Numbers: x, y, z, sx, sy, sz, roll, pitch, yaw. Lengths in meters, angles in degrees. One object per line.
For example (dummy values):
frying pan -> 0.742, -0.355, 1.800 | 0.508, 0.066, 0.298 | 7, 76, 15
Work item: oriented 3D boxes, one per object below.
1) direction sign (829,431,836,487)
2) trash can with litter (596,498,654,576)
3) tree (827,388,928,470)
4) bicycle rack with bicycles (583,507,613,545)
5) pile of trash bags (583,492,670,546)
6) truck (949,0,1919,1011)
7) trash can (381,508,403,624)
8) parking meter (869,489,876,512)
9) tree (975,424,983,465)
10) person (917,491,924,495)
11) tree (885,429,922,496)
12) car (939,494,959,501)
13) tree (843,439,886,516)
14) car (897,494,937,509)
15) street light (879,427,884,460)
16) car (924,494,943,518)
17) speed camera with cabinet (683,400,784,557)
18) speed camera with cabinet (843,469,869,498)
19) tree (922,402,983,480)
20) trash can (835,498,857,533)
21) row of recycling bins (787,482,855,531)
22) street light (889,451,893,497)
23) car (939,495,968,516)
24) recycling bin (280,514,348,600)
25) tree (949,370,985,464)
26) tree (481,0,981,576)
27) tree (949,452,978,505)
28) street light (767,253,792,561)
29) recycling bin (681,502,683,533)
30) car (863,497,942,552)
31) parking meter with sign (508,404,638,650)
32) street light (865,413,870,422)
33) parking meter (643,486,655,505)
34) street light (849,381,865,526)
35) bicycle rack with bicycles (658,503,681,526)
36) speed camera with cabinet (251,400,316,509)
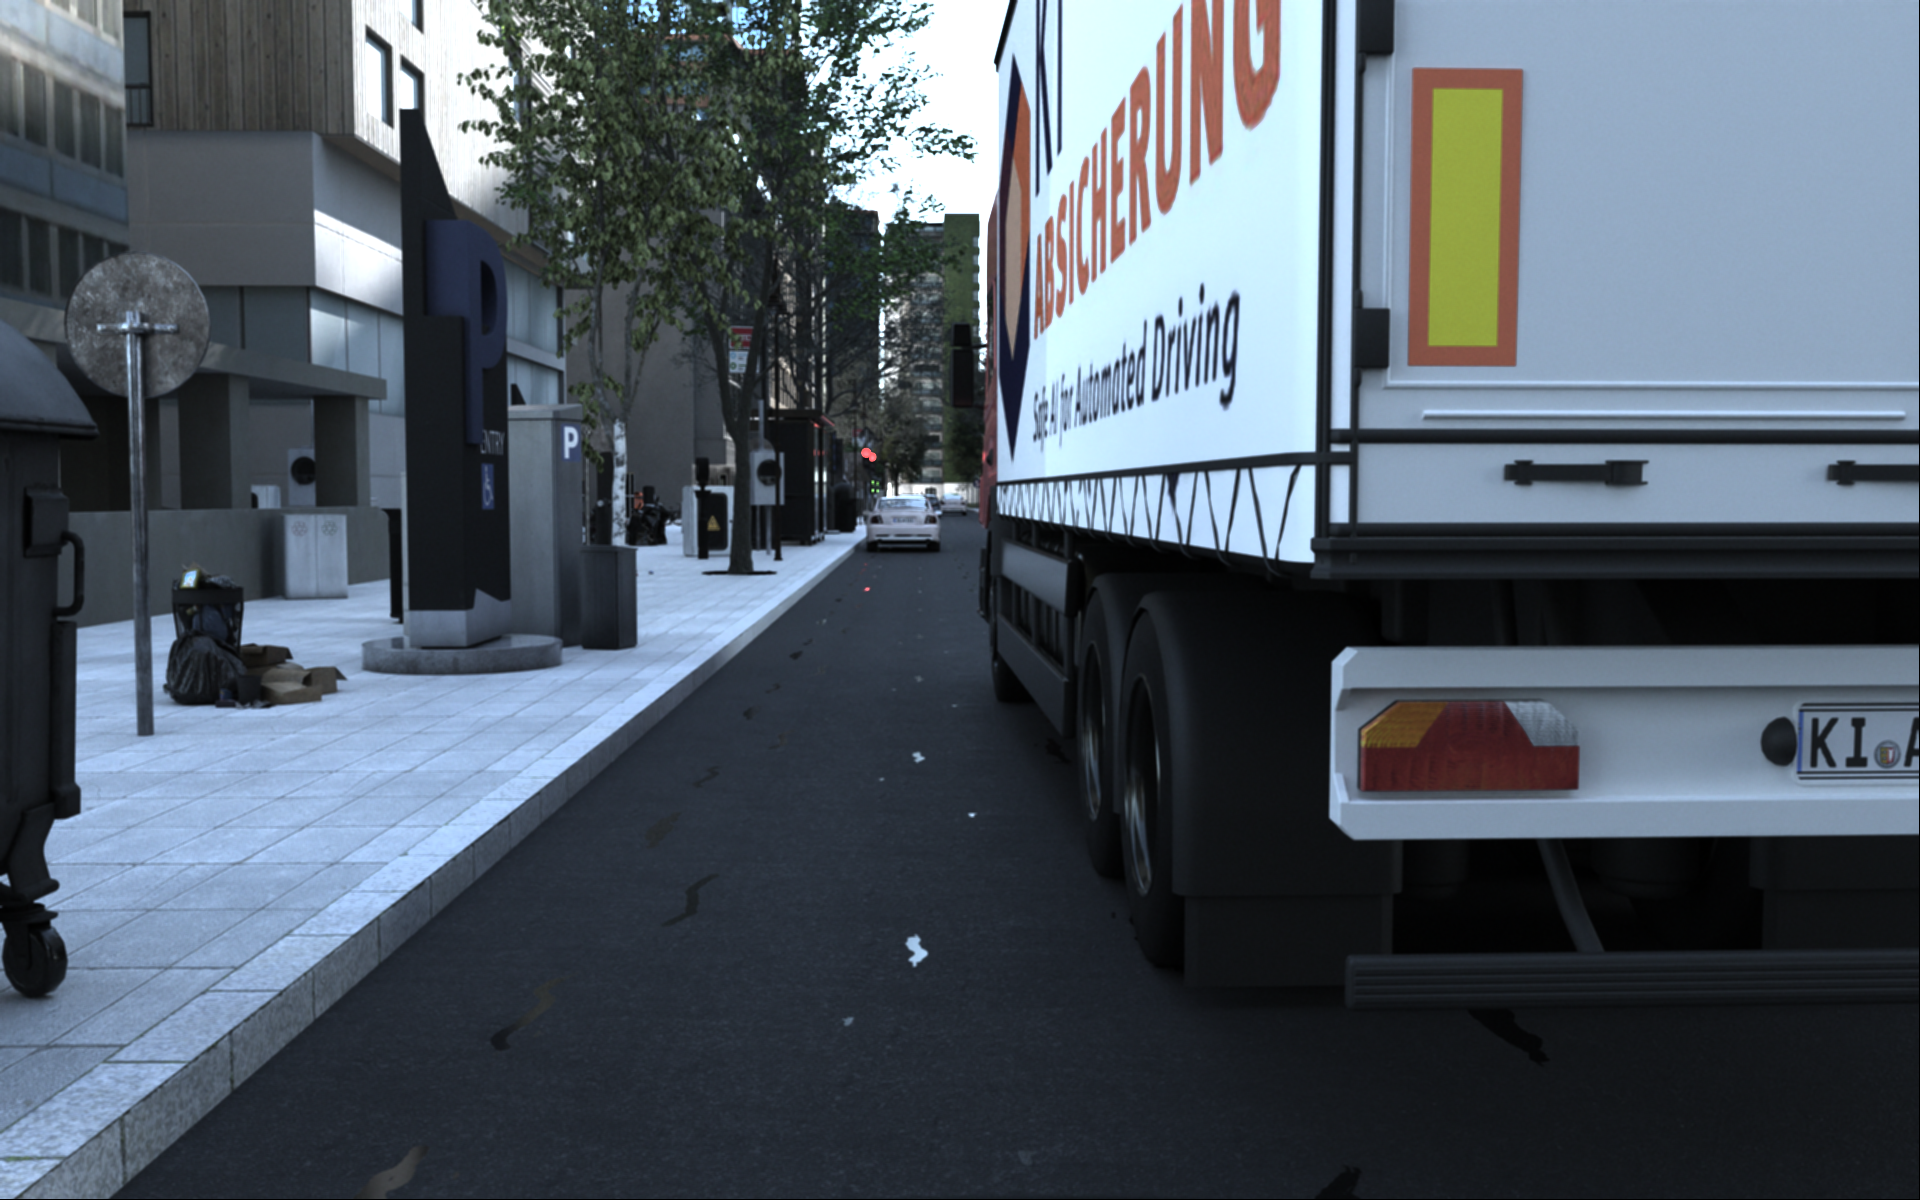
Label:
direction sign -> -4.623, -4.331, 62.806 | 0.379, 3.537, 0.876 | -1, 4, -20
trash can with litter -> -5.651, -0.994, 27.313 | 1.678, 1.210, 2.233 | -1, 4, -21
tree -> -6.881, -12.950, 146.143 | 8.767, 10.594, 7.601 | -1, 4, -14
bicycle rack with bicycles -> -9.771, -1.676, 40.790 | 2.925, 0.926, 2.852 | 2, 4, 27
pile of trash bags -> -7.786, -2.066, 43.528 | 3.447, 1.369, 1.912 | 1, 4, 20
truck -> 1.549, -1.203, 8.590 | 2.839, 4.237, 11.283 | 0, 4, -3
trash can -> -5.372, -0.344, 17.279 | 0.748, 1.137, 0.748 | 0, 3, 0
parking meter -> -4.376, -4.783, 86.621 | 0.372, 1.533, 0.369 | 0, 3, 0
tree -> 3.079, -11.433, 137.292 | 4.737, 8.622, 4.395 | 0, 3, 0
person -> -3.986, -10.040, 173.459 | 0.742, 1.727, 0.445 | 0, 4, 1
tree -> -7.640, -18.270, 216.834 | 7.486, 12.596, 7.792 | 0, 3, 0
car -> -0.715, -7.944, 138.683 | 1.959, 1.807, 4.718 | 0, 4, 0
tree -> -6.029, -7.209, 101.581 | 4.285, 4.588, 4.351 | 0, 3, 0
car -> -1.922, -3.651, 69.484 | 2.009, 1.686, 4.222 | 0, 4, -2
street light -> -5.310, -8.791, 116.527 | 0.468, 5.910, 1.993 | 0, 4, -1
car -> -2.029, -5.591, 103.416 | 2.014, 1.417, 4.499 | 0, 4, 0
speed camera with cabinet -> -4.693, -2.543, 35.913 | 2.038, 3.252, 0.660 | -2, 4, -27
speed camera with cabinet -> -5.802, -5.973, 91.995 | 2.038, 3.252, 0.660 | 2, 4, 32
tree -> 1.735, -14.816, 160.370 | 7.486, 12.596, 7.792 | 0, 3, 0
trash can -> -3.796, -2.826, 57.851 | 0.748, 1.137, 0.748 | 0, 3, 0
row of recycling bins -> -5.227, -3.285, 60.828 | 3.534, 1.692, 1.069 | -2, 4, -35
street light -> -6.080, -10.995, 152.563 | 0.468, 5.910, 1.993 | 0, 4, -1
car -> -0.494, -6.399, 116.988 | 2.083, 1.381, 4.827 | 0, 4, -1
recycling bin -> -7.984, -0.541, 21.396 | 0.722, 1.027, 0.722 | -2, 4, -25
tree -> 2.716, -10.748, 110.140 | 7.601, 10.594, 8.767 | 0, 4, 5
tree -> -3.541, -6.203, 27.169 | 9.928, 11.665, 9.643 | 0, 3, 0
tree -> 0.880, -16.213, 215.441 | 4.360, 8.622, 3.978 | 0, 3, 0
street light -> -3.520, -3.703, 33.340 | 0.468, 5.910, 1.993 | 0, 4, -1
recycling bin -> -8.829, -2.736, 57.285 | 0.722, 1.027, 0.722 | 0, 4, -5
car -> -1.475, -1.973, 44.624 | 2.083, 1.381, 4.827 | 0, 4, -3
parking meter with sign -> -3.567, -1.120, 14.571 | 1.738, 3.016, 0.543 | 1, 4, 18
street light -> -4.442, -6.588, 80.493 | 0.468, 5.910, 1.993 | 0, 4, -1
parking meter -> -9.761, -2.810, 54.361 | 0.372, 1.533, 0.369 | 0, 3, 0
street light -> -4.195, -5.908, 69.378 | 0.468, 5.910, 1.993 | 0, 4, -1
bicycle rack with bicycles -> -11.378, -3.496, 70.536 | 2.925, 0.926, 2.852 | 1, 4, 21
speed camera with cabinet -> -13.289, -2.404, 33.639 | 2.038, 3.252, 0.660 | 0, 4, 2
